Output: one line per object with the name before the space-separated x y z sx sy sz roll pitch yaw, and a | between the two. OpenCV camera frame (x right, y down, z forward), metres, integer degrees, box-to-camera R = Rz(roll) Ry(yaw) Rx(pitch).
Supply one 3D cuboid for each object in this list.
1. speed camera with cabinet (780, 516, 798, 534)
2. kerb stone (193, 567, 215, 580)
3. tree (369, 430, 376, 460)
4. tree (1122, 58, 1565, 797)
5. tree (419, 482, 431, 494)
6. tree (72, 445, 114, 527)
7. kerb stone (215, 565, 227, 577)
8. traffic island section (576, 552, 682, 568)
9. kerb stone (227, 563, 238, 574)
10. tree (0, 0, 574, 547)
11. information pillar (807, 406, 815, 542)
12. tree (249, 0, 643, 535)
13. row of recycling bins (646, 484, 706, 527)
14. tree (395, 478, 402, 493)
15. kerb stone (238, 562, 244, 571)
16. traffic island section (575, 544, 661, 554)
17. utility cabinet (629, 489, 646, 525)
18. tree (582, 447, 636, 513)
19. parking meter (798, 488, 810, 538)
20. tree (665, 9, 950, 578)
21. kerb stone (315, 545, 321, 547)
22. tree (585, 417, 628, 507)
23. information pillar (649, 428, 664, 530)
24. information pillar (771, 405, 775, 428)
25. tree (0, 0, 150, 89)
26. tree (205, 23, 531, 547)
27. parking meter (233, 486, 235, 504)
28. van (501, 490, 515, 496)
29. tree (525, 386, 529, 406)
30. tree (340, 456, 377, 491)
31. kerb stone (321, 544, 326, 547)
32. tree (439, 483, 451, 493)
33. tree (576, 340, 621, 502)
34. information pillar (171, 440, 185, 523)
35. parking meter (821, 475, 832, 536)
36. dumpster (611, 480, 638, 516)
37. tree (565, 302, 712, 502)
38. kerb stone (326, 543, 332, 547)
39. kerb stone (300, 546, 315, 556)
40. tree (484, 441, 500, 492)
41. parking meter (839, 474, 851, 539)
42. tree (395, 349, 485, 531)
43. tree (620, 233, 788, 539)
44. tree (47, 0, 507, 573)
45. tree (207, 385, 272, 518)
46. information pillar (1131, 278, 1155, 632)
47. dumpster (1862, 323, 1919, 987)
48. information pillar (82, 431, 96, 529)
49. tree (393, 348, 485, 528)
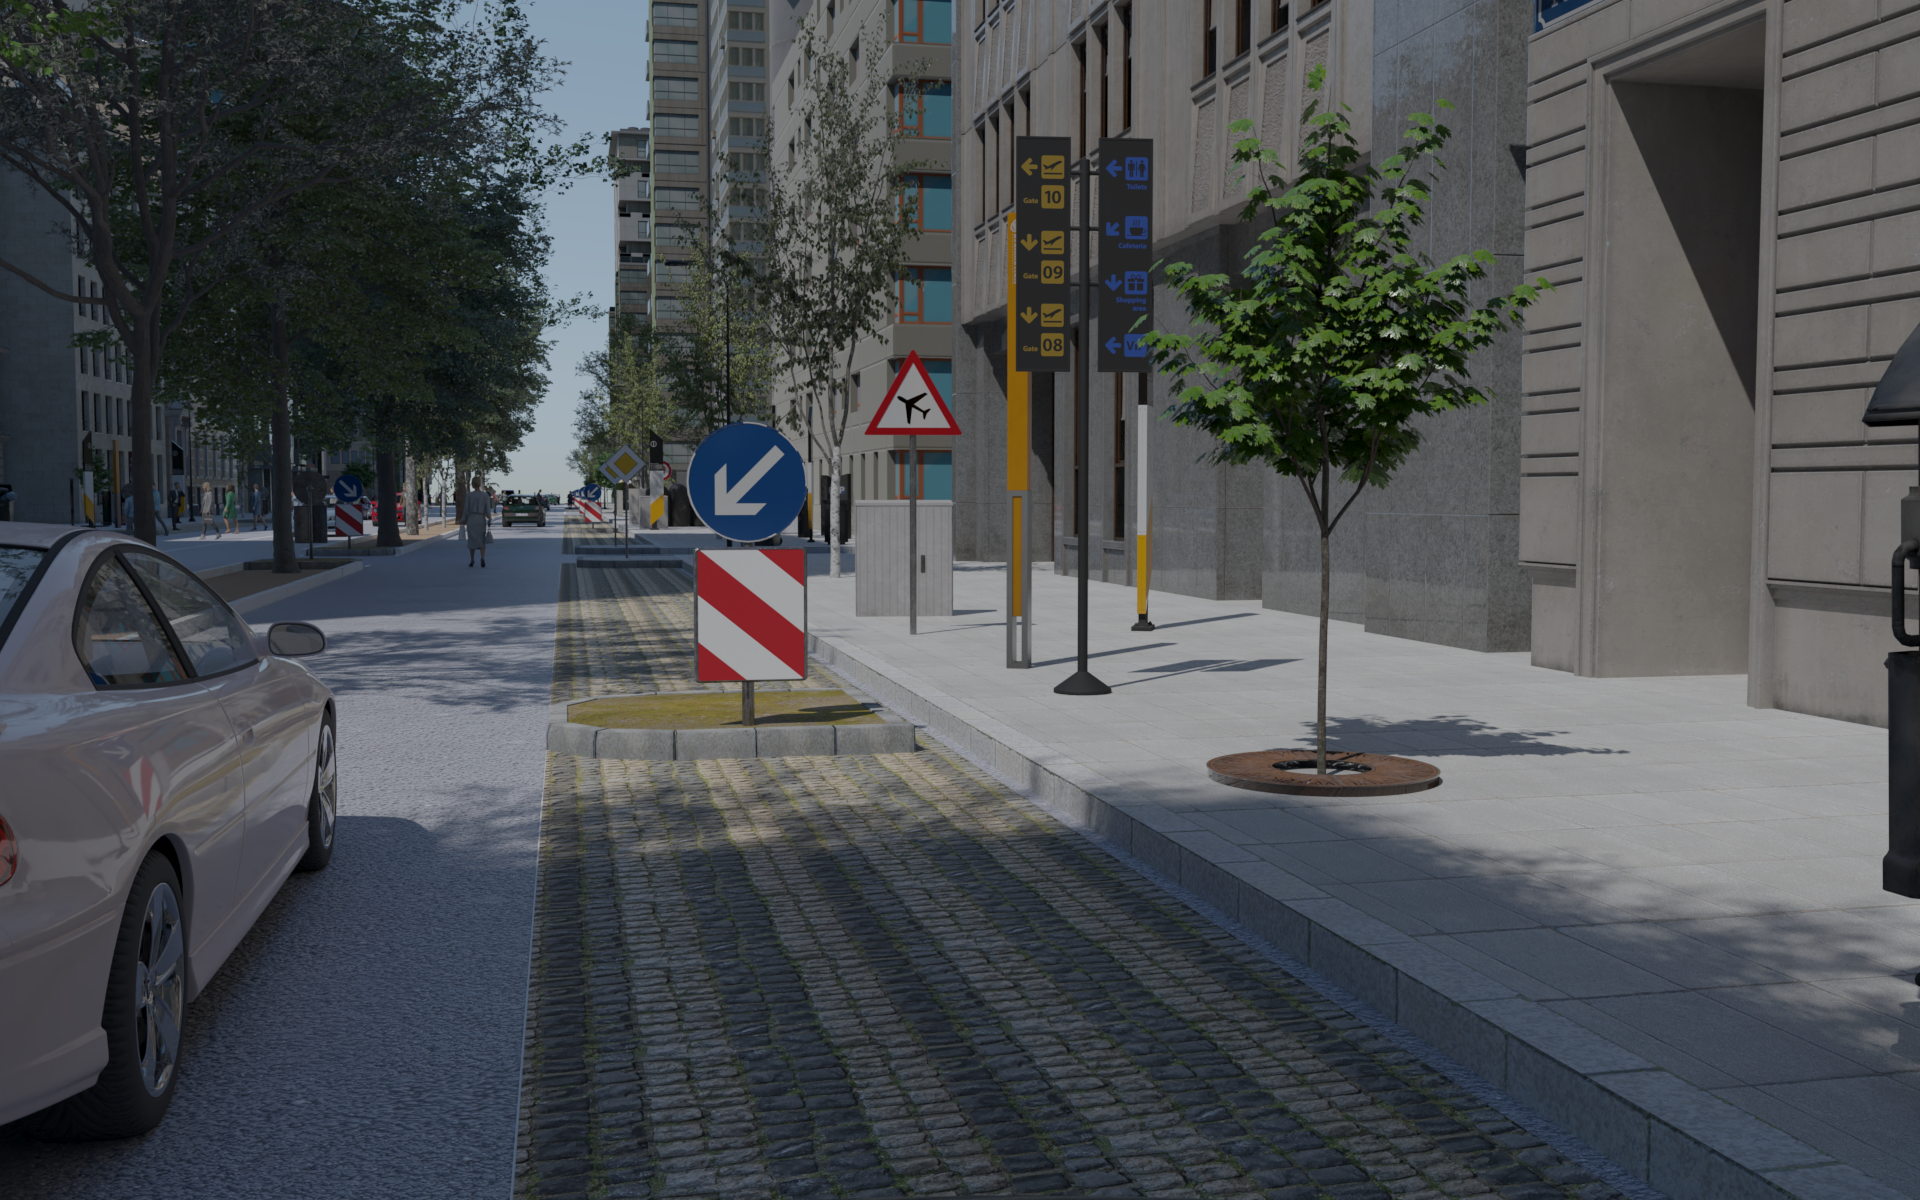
speed camera with cabinet | -5.721 -3.815 56.707 0.660 3.252 2.038 -1 4 -14
kerb stone | -12.697 -0.419 29.054 0.120 0.150 1.000 -1 4 -13
tree | -55.885 -13.403 169.503 4.737 8.622 4.395 0 3 0
tree | 1.614 -0.812 7.875 1.663 3.219 1.824 0 3 0
tree | -67.540 -13.737 219.196 1.663 3.219 1.824 0 3 0
tree | -33.862 -4.489 67.991 1.663 3.219 1.824 0 3 0
kerb stone | -12.926 -0.479 30.057 0.120 0.150 1.000 -1 4 -13
traffic island section | -6.642 -0.756 34.645 2.009 0.180 2.903 -1 4 -13
kerb stone | -13.143 -0.539 31.056 0.120 0.150 1.000 -1 4 -13
tree | -10.001 -6.610 20.897 12.009 13.543 11.850 0 3 0
information pillar | -3.963 -3.338 45.926 0.183 3.616 0.504 0 3 0
tree | -17.569 -12.258 58.761 12.611 20.169 13.585 0 3 0
row of recycling bins | -10.691 -3.740 68.268 3.534 1.692 1.069 -3 4 -38
tree | -57.111 -10.966 173.889 1.663 3.219 1.824 0 3 0
kerb stone | -13.384 -0.602 32.050 0.120 0.150 1.000 -1 4 -13
traffic island section | -8.414 -1.232 42.432 2.009 0.180 2.903 -1 4 -13
utility cabinet | -13.139 -3.869 71.931 1.173 1.500 0.318 0 4 0
tree | -23.884 -8.313 119.637 4.285 4.588 4.351 0 3 0
parking meter | -4.597 -2.606 51.024 0.372 1.533 0.369 0 3 0
tree | -2.063 -4.656 26.484 4.360 8.622 3.978 0 3 0
kerb stone | -15.548 -1.187 41.604 0.120 0.150 1.000 -1 4 -13
tree | -31.098 -12.345 152.203 4.360 8.622 3.978 0 3 0
information pillar | -10.811 -4.300 61.657 0.504 3.616 0.183 -1 4 -10
information pillar | -4.923 -3.325 45.724 0.183 3.616 0.504 -1 4 -11
tree | -7.747 -5.011 10.137 9.928 11.665 9.643 0 3 0
tree | -15.472 -8.406 46.543 9.857 13.997 8.962 0 3 0
parking meter | -43.280 -5.944 102.889 0.255 1.863 0.399 3 5 43
van | -62.716 -14.435 240.399 2.240 2.365 5.245 -1 4 -11
tree | -26.778 -10.128 93.802 9.928 11.665 9.643 0 3 0
tree | -52.371 -10.225 150.891 4.285 4.588 4.351 0 3 0
kerb stone | -15.783 -1.248 42.599 0.120 0.150 1.000 -1 4 -13
tree | -75.297 -15.827 253.364 1.663 3.219 1.824 0 3 0
tree | -14.362 -7.798 77.858 4.737 8.622 4.395 0 3 0
information pillar | -34.186 -5.160 75.724 0.504 3.616 0.183 0 4 -5
parking meter | -4.112 -2.928 53.578 0.255 1.863 0.399 2 4 29
dumpster | -19.415 -5.978 100.230 1.502 2.255 1.985 -1 4 -13
tree | -15.576 -9.195 84.749 7.601 10.594 8.767 0 4 -7
kerb stone | -16.005 -1.309 43.607 0.120 0.150 1.000 -1 4 -13
kerb stone | -15.322 -1.126 40.598 0.120 0.150 1.000 -1 4 -13
tree | -24.784 -8.203 86.931 4.360 8.622 3.978 0 3 0
parking meter | -3.320 -2.671 49.388 0.399 1.863 0.255 2 4 24
tree | -20.774 -6.994 67.174 4.360 8.622 3.978 0 3 0
tree | -6.820 -6.020 48.783 4.737 8.622 4.395 0 3 0
tree | -12.012 -6.726 30.550 7.486 12.596 7.792 0 3 0
tree | -38.441 -8.736 93.197 4.737 8.622 4.395 0 3 0
information pillar | 1.747 -1.527 16.314 0.183 3.616 0.504 1 4 13
dumpster | 2.695 0.172 2.939 1.264 1.857 1.865 -1 4 -13
information pillar | -32.204 -4.442 63.989 0.183 3.616 0.504 0 4 7
tree | -21.746 -7.330 72.671 4.737 8.622 4.395 0 3 0
